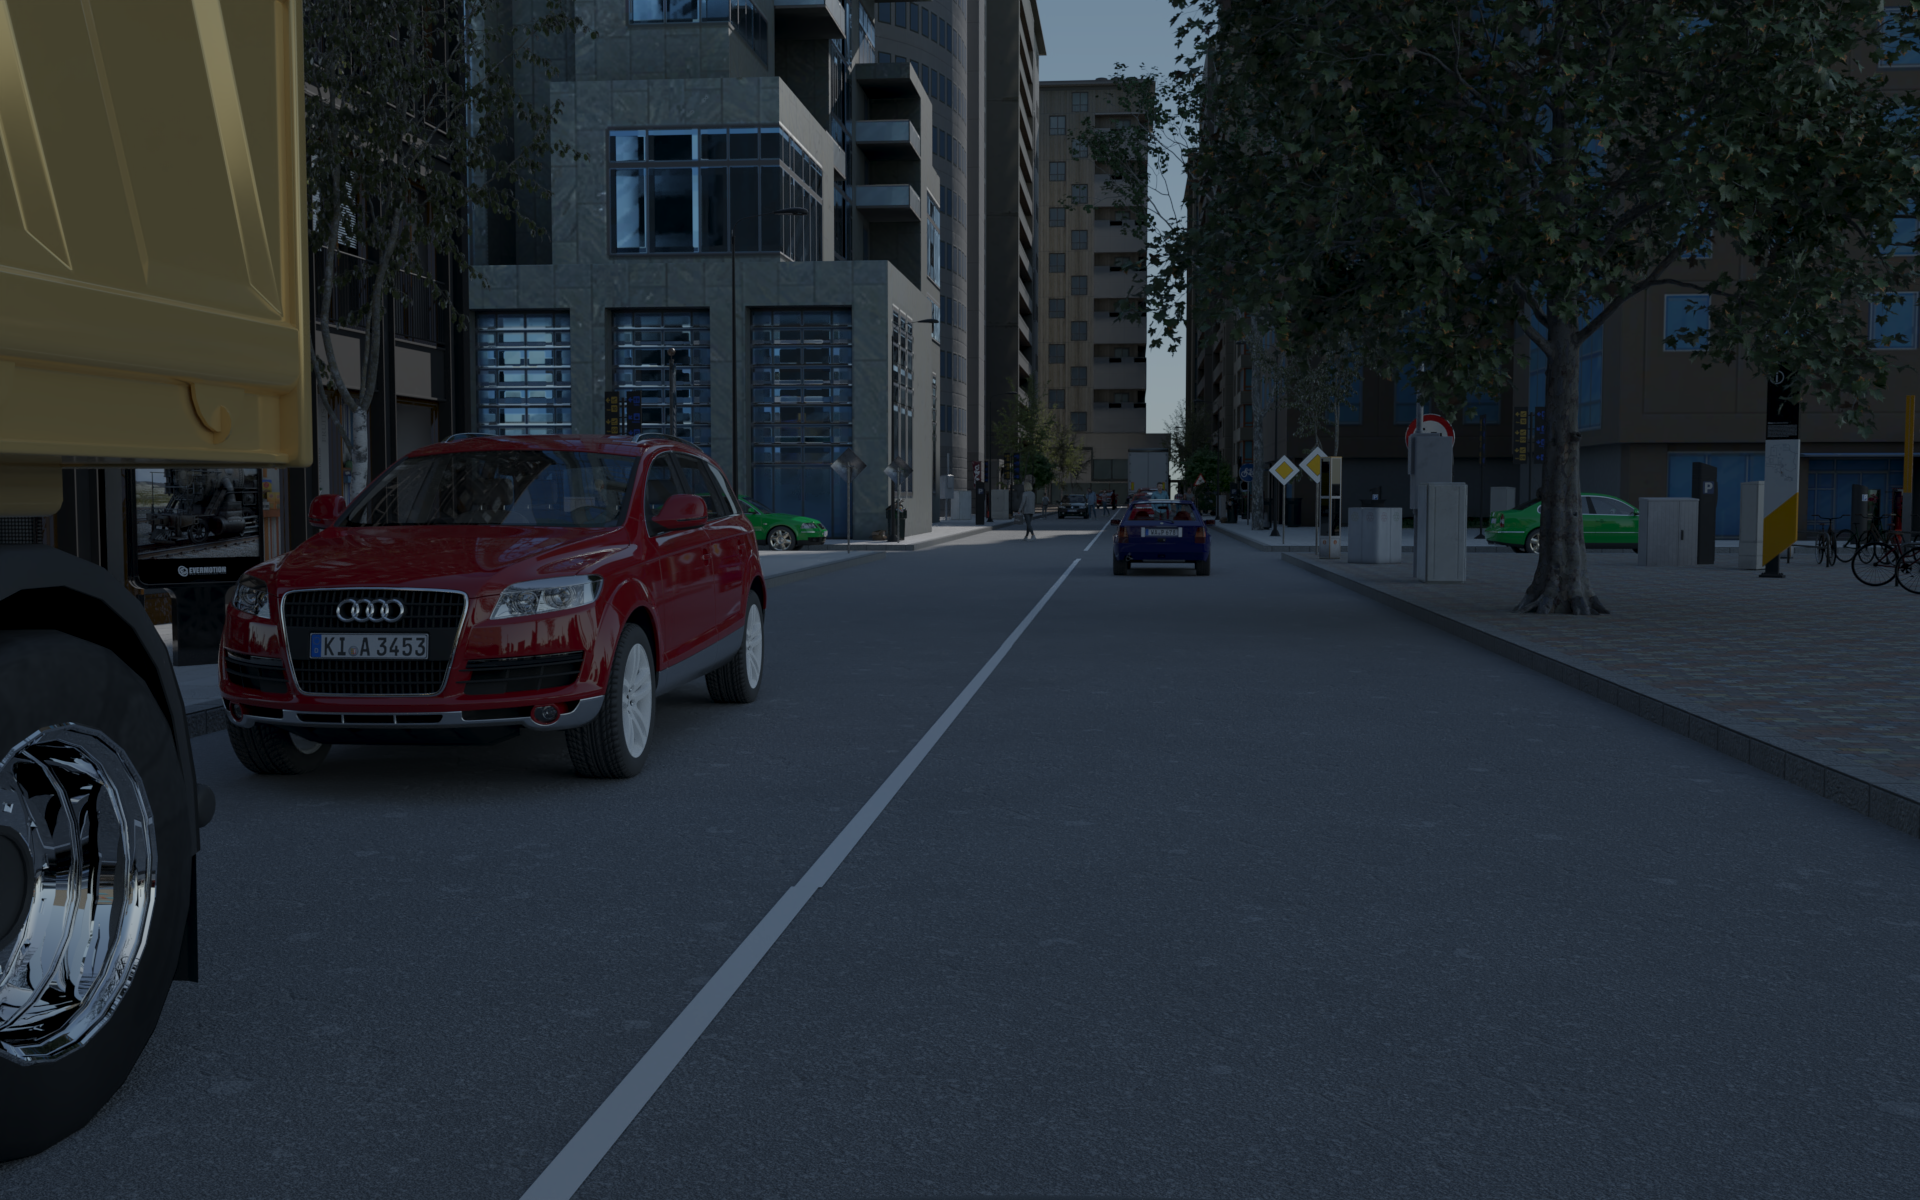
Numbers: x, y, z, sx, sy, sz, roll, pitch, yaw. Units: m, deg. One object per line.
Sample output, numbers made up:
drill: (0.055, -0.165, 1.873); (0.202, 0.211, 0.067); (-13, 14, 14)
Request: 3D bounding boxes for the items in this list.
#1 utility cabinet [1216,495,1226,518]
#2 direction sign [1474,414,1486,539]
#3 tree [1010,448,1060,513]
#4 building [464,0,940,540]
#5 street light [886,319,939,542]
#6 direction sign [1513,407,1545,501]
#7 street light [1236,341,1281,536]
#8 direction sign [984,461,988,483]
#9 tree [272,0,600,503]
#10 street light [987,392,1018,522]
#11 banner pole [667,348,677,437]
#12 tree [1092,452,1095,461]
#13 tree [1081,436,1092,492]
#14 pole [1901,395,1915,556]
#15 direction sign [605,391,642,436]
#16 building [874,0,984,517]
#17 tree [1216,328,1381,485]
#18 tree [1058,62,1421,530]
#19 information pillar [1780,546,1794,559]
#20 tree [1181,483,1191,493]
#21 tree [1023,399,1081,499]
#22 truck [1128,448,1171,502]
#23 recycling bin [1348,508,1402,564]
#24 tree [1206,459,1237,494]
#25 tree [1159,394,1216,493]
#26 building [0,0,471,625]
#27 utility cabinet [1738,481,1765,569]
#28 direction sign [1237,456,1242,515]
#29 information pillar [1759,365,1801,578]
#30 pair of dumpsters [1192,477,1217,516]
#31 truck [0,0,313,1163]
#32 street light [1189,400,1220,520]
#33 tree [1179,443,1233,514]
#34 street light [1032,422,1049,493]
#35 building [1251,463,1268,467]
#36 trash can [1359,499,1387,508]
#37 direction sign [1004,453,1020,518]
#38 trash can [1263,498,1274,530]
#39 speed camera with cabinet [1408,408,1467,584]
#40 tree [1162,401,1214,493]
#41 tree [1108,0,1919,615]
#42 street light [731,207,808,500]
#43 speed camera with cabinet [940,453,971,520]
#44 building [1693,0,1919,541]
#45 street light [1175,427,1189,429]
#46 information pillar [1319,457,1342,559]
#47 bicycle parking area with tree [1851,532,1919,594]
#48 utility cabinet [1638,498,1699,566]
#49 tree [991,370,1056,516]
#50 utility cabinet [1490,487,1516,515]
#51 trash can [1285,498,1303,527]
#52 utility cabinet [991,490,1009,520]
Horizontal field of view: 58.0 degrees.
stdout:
utility cabinet: (13.793, -4.914, 91.505); (0.306, 1.237, 1.020); (1, 4, 23)
direction sign: (14.922, -3.518, 49.513); (0.379, 3.537, 0.876); (0, 4, 7)
tree: (4.868, -8.340, 120.078); (4.285, 4.588, 4.351); (0, 3, 0)
building: (-11.559, -45.828, 61.957); (22.319, 86.520, 31.000); (0, 4, 6)
street light: (-1.254, -4.496, 46.048); (1.470, 5.913, 1.316); (0, 4, 6)
direction sign: (14.790, -3.237, 44.922); (0.876, 3.537, 0.379); (0, 4, 5)
street light: (9.038, -4.892, 52.519); (1.470, 5.913, 1.316); (0, 4, 6)
direction sign: (1.554, -7.684, 117.634); (0.876, 3.537, 0.379); (-2, 4, -35)
tree: (-5.419, -3.994, 15.658); (4.360, 8.622, 3.978); (0, 3, 0)
street light: (1.912, -6.504, 78.880); (1.470, 5.913, 1.316); (0, 4, 6)
banner pole: (-4.883, -2.419, 29.568); (0.401, 3.779, 0.863); (-1, 4, -16)
tree: (12.773, -14.905, 194.065); (4.360, 8.622, 3.978); (0, 3, 0)
tree: (10.199, -13.410, 169.615); (4.360, 8.622, 3.978); (0, 3, 0)
pole: (19.621, -2.569, 35.844); (0.158, 3.312, 0.155); (0, 3, 0)
direction sign: (-7.412, -2.825, 38.186); (0.876, 3.537, 0.379); (1, 4, 16)
building: (-10.225, -34.153, 100.400); (21.231, 58.520, 28.212); (0, 4, 6)
tree: (10.007, -5.935, 47.397); (4.360, 8.622, 3.978); (0, 3, 0)
tree: (9.607, -12.468, 59.747); (12.611, 20.169, 13.585); (0, 3, 0)
information pillar: (16.378, -1.827, 34.360); (0.304, 2.012, 0.304); (3, 4, 37)
tree: (20.739, -9.790, 154.663); (1.663, 3.219, 1.824); (0, 3, 0)
tree: (6.654, -11.115, 132.098); (4.360, 8.622, 3.978); (0, 3, 0)
truck: (12.211, -7.523, 111.912); (2.839, 4.237, 11.283); (0, 4, 7)
recycling bin: (7.678, -1.193, 32.060); (0.722, 1.027, 0.722); (-3, 4, -37)
tree: (14.530, -6.128, 94.791); (1.663, 3.219, 1.824); (0, 3, 0)
tree: (17.119, -10.825, 127.344); (4.360, 8.622, 3.978); (0, 3, 0)
building: (-13.783, -11.430, 16.564); (12.332, 23.373, 15.834); (0, 4, 6)
utility cabinet: (13.624, -1.274, 29.503); (0.318, 1.500, 1.173); (3, 5, 43)
direction sign: (16.787, -6.853, 104.037); (0.379, 3.537, 0.876); (2, 4, 23)
information pillar: (12.535, -2.146, 26.437); (0.504, 3.616, 0.183); (3, 5, 40)
pair of dumpsters: (14.549, -6.105, 102.309); (1.574, 2.255, 4.437); (0, 4, 6)
truck: (-3.553, -0.266, 0.272); (3.469, 3.379, 9.791); (0, 4, 6)
street light: (12.183, -6.900, 85.352); (1.470, 5.913, 1.316); (0, 4, 6)
tree: (15.787, -7.760, 110.594); (4.285, 4.588, 4.351); (0, 3, 0)
street light: (5.248, -8.525, 111.926); (1.470, 5.913, 1.316); (0, 4, 6)
building: (29.916, -29.485, 101.693); (23.786, 49.044, 30.456); (0, 4, 6)
trash can: (11.205, -2.164, 47.036); (0.748, 1.137, 0.748); (0, 3, 0)
direction sign: (2.827, -6.284, 94.746); (0.876, 3.537, 0.379); (-1, 4, -10)
trash can: (10.925, -3.101, 62.348); (0.748, 1.137, 0.748); (0, 3, 0)
speed camera with cabinet: (7.089, -1.918, 25.691); (0.660, 3.252, 2.038); (0, 4, 7)
tree: (17.793, -11.236, 134.069); (4.737, 8.622, 4.395); (0, 3, 0)
tree: (6.413, -6.207, 18.488); (9.611, 12.733, 9.660); (0, 3, 0)
street light: (-3.152, -3.408, 28.266); (1.470, 5.913, 1.316); (0, 4, 6)
speed camera with cabinet: (-0.286, -5.542, 84.947); (0.660, 3.252, 2.038); (3, 5, 39)
building: (25.874, -24.616, 52.582); (14.200, 45.320, 14.600); (0, 4, 6)
street light: (15.477, -8.962, 119.067); (1.470, 5.913, 1.316); (0, 4, 6)
information pillar: (7.300, -1.814, 34.144); (0.304, 2.012, 0.304); (-2, 4, -33)
bicycle parking area with tree: (15.740, -2.020, 20.027); (9.016, 4.147, 8.231); (1, 4, 20)
utility cabinet: (12.688, -1.215, 31.023); (1.020, 1.237, 0.306); (-1, 4, -12)
tree: (3.730, -9.358, 103.368); (4.737, 8.622, 4.395); (0, 3, 0)
utility cabinet: (16.590, -2.706, 52.923); (0.318, 1.500, 1.173); (0, 4, -5)
trash can: (12.848, -3.369, 66.742); (0.748, 1.137, 0.748); (0, 3, 0)
utility cabinet: (1.922, -4.724, 85.908); (0.318, 1.500, 1.173); (-3, 4, -38)
